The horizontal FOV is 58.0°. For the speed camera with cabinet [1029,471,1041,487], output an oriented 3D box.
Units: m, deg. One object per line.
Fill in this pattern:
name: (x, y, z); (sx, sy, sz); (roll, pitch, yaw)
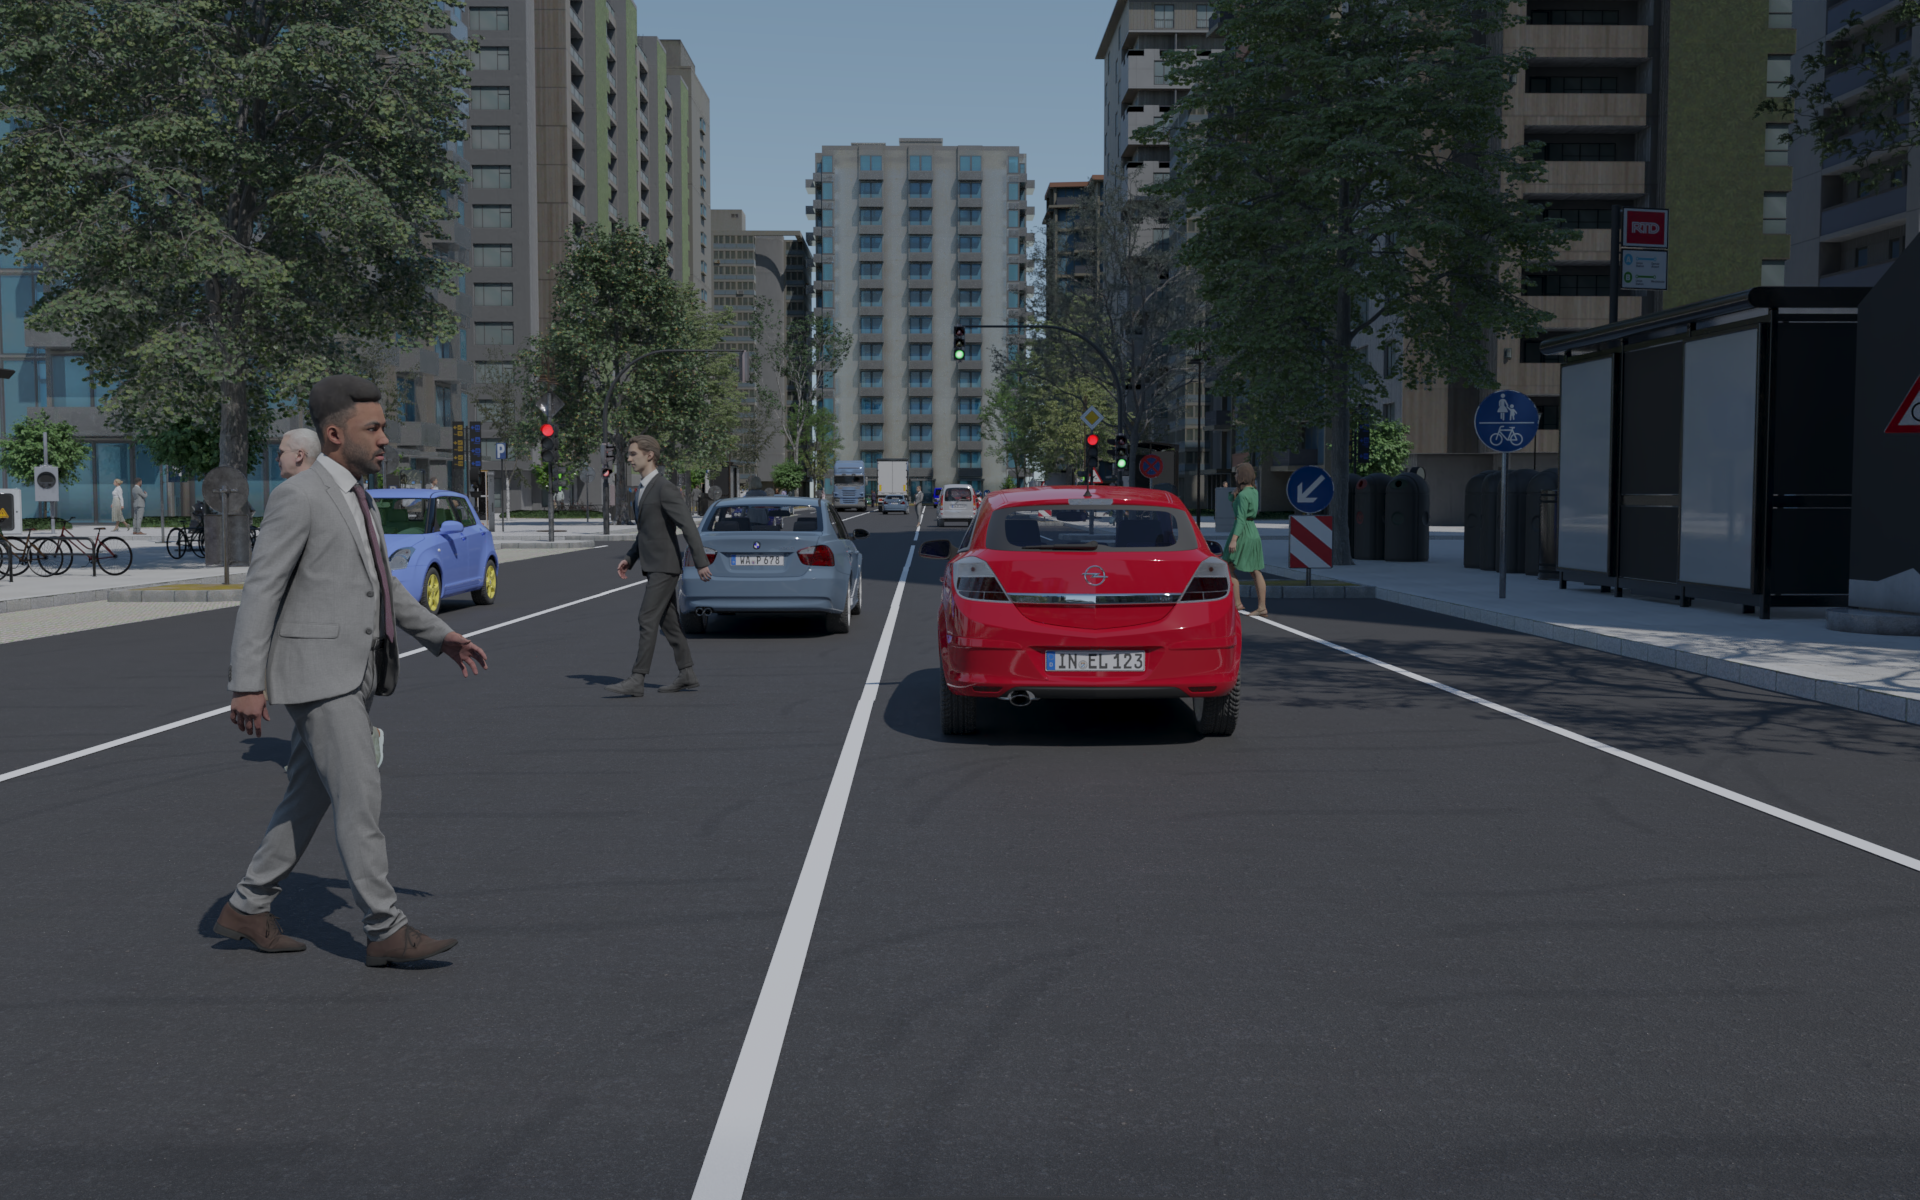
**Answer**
speed camera with cabinet: (5.712, -7.681, 119.924); (2.038, 3.252, 0.660); (3, 5, 42)

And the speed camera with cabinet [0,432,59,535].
speed camera with cabinet: (-29.776, -3.709, 54.982); (2.038, 3.252, 0.660); (-2, 4, -28)

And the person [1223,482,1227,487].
person: (11.692, -4.326, 76.873); (0.679, 1.850, 0.850); (1, 4, 12)

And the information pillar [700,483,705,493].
information pillar: (-17.322, -6.870, 116.816); (0.304, 2.012, 0.304); (-1, 4, -21)

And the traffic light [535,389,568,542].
traffic light: (-10.970, -3.520, 46.469); (0.839, 4.253, 0.868); (0, 4, -1)

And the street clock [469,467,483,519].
street clock: (-13.081, -2.584, 46.814); (0.358, 2.002, 0.471); (0, 4, -5)

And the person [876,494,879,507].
person: (-9.317, -11.439, 196.044); (1.217, 1.766, 0.721); (-1, 4, -15)

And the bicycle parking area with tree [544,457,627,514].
bicycle parking area with tree: (-21.267, -7.294, 106.266); (9.016, 4.147, 8.231); (1, 4, 17)

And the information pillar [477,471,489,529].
information pillar: (-15.010, -3.059, 54.505); (0.304, 2.012, 0.304); (0, 4, -4)

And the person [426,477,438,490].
person: (-16.768, -2.981, 54.878); (0.850, 1.850, 0.679); (2, 4, 25)

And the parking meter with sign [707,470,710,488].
parking meter with sign: (-17.614, -7.698, 122.116); (0.543, 3.016, 1.738); (0, 4, -6)

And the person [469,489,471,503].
person: (-16.829, -3.284, 59.920); (0.473, 1.802, 0.592); (3, 4, 39)

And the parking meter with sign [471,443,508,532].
parking meter with sign: (-16.123, -3.802, 58.417); (0.543, 3.016, 1.738); (3, 4, 39)

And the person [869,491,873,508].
person: (-9.322, -10.708, 183.713); (0.705, 1.807, 1.348); (1, 4, 22)

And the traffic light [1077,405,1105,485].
traffic light: (4.143, -4.026, 54.745); (0.839, 4.253, 0.868); (0, 4, -1)

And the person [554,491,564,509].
person: (-25.695, -6.372, 110.715); (0.782, 1.767, 0.515); (-2, 4, -25)

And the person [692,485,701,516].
person: (-15.779, -5.964, 103.364); (0.655, 1.846, 0.447); (-1, 4, -22)

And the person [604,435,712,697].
person: (-2.212, -0.249, 12.351); (0.755, 1.850, 0.659); (-2, 4, -28)

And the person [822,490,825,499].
person: (-15.800, -11.796, 199.573); (0.551, 1.740, 0.621); (1, 4, 15)

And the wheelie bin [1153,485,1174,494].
wheelie bin: (6.726, -3.038, 57.574); (0.980, 1.594, 0.693); (1, 4, 22)

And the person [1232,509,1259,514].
person: (7.700, -2.472, 47.130); (0.731, 1.740, 0.598); (-2, 4, -33)

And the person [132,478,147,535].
person: (-25.914, -2.970, 54.785); (0.511, 1.800, 0.466); (2, 4, 31)

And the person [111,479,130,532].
person: (-28.799, -3.248, 59.378); (0.641, 1.798, 0.478); (-1, 4, -23)

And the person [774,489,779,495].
person: (-15.700, -8.643, 147.869); (0.721, 1.766, 1.217); (-3, 5, -41)

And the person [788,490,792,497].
person: (-17.254, -10.341, 175.202); (0.705, 1.814, 1.350); (1, 4, 17)

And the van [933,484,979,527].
van: (-0.161, -4.224, 76.073); (2.013, 2.044, 4.112); (0, 4, -2)

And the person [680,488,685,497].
person: (-22.425, -8.114, 139.263); (0.990, 1.755, 0.434); (-1, 4, -21)

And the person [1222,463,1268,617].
person: (3.331, -0.701, 20.201); (0.529, 1.795, 0.600); (1, 4, 17)

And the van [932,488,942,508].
van: (-1.717, -10.471, 175.586); (2.240, 2.365, 5.245); (0, 4, 0)

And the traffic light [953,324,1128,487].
traffic light: (2.199, -4.398, 46.582); (4.771, 5.953, 1.251); (0, 4, -1)

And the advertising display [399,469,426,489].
advertising display: (-14.430, -2.476, 45.692); (0.974, 1.923, 0.123); (3, 4, 37)

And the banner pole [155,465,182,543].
banner pole: (-20.551, -3.369, 45.094); (0.863, 3.779, 0.401); (-1, 4, -12)

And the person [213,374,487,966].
person: (-1.925, 0.212, 5.314); (0.850, 1.792, 0.678); (0, 4, 6)

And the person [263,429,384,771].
person: (-3.347, 0.000, 8.985); (0.515, 1.767, 0.782); (-3, 4, -37)

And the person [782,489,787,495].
person: (-17.014, -9.875, 167.363); (0.709, 1.838, 0.599); (-2, 4, -26)

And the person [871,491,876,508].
person: (-9.040, -10.554, 181.505); (0.683, 1.767, 0.568); (2, 4, 26)

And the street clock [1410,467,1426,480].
street clock: (12.123, -2.531, 45.947); (0.471, 2.002, 0.358); (-3, 5, -44)

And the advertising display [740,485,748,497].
advertising display: (-16.153, -7.522, 128.202); (0.974, 1.923, 0.123); (-2, 4, -24)

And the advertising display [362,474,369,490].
advertising display: (-15.796, -2.431, 44.959); (0.123, 1.923, 0.974); (3, 5, 39)

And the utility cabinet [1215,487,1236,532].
utility cabinet: (9.176, -3.029, 58.196); (1.173, 1.500, 0.318); (0, 4, 3)

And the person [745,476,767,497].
person: (-4.339, -1.687, 36.257); (0.709, 1.800, 0.728); (-1, 4, -13)

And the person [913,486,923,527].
person: (-1.867, -4.065, 75.240); (0.520, 1.790, 0.573); (3, 5, 41)

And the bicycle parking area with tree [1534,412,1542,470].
bicycle parking area with tree: (22.622, -4.465, 60.008); (8.231, 4.147, 9.016); (1, 4, 23)

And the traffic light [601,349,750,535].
traffic light: (-9.025, -4.884, 54.526); (4.771, 5.953, 1.251); (0, 4, -1)

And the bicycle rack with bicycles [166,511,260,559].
bicycle rack with bicycles: (-14.593, -1.312, 34.835); (2.852, 0.926, 2.925); (2, 4, 32)

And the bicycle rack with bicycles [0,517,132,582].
bicycle rack with bicycles: (-14.615, -0.794, 26.361); (2.925, 0.926, 2.852); (1, 4, 13)
